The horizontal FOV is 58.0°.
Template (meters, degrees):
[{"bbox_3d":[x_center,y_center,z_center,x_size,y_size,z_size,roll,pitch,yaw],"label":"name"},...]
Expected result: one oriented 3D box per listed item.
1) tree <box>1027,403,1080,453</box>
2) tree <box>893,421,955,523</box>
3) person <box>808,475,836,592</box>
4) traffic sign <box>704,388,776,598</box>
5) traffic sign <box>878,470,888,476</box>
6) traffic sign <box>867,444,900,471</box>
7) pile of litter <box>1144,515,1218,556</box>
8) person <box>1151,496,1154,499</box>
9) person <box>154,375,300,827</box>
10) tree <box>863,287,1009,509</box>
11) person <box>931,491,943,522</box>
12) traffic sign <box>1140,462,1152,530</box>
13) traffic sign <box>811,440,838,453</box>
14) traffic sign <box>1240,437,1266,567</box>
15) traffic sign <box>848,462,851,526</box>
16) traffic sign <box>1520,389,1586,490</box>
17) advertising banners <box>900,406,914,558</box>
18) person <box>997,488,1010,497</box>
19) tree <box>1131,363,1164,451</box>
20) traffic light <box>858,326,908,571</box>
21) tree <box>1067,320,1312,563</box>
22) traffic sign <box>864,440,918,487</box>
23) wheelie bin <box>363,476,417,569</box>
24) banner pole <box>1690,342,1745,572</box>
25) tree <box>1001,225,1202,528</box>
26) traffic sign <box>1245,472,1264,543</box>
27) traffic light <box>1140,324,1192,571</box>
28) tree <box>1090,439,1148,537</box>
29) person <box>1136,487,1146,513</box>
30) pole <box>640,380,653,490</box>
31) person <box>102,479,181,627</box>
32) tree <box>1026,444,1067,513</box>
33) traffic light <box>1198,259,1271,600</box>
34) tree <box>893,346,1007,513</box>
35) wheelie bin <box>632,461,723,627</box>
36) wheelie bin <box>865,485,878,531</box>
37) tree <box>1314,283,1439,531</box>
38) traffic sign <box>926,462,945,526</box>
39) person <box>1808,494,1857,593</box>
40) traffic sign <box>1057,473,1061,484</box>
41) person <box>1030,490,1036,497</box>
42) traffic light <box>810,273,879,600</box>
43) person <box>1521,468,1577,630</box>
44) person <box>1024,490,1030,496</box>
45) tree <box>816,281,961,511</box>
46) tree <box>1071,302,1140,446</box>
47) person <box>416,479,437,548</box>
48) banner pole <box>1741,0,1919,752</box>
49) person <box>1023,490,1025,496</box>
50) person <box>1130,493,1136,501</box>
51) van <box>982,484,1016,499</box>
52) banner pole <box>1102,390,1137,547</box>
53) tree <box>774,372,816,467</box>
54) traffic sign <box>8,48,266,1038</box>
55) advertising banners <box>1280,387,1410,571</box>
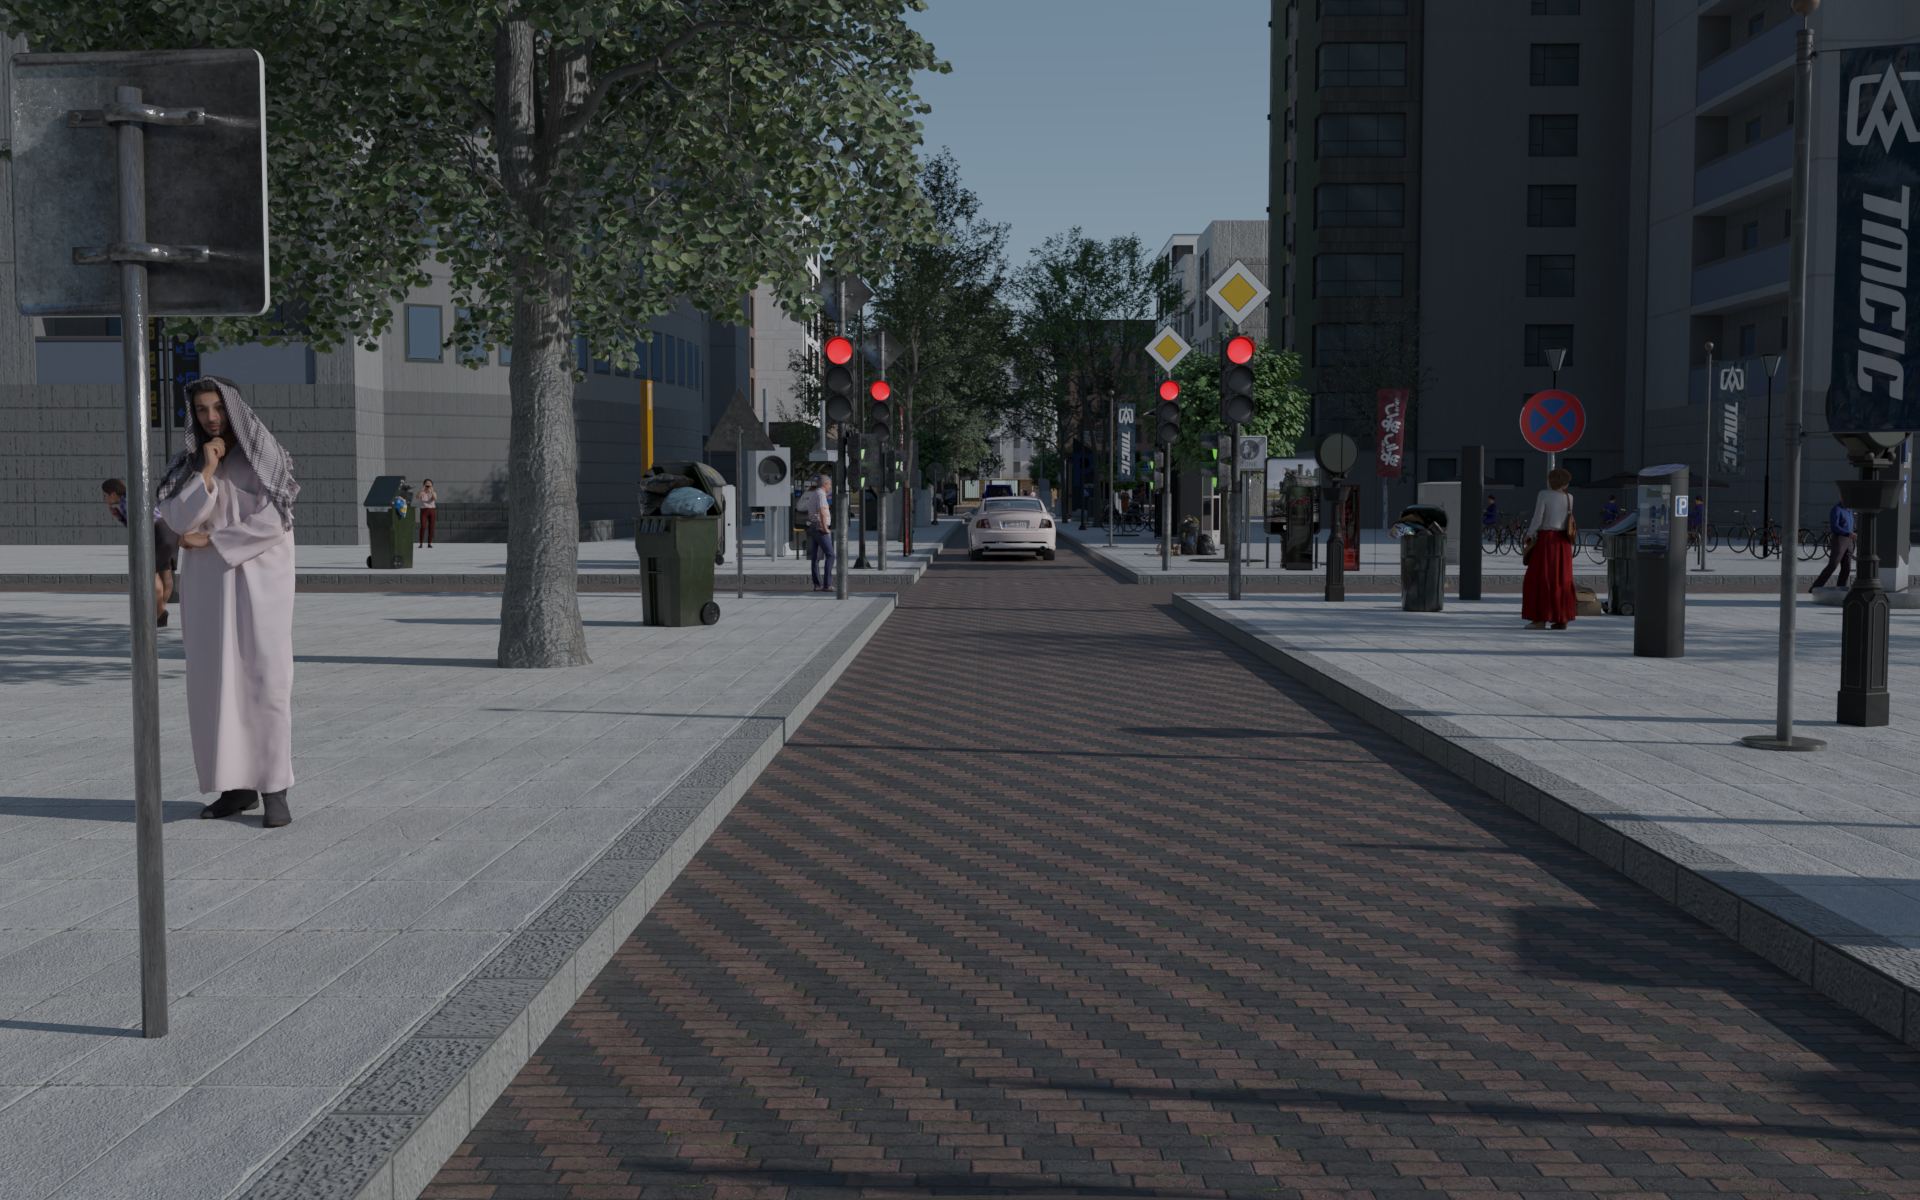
[{"bbox_3d":[6.818,-10.828,127.397,4.737,8.622,4.395,0,3,0],"label":"tree"},{"bbox_3d":[-1.800,-5.657,76.200,4.285,4.588,4.351,0,3,0],"label":"tree"},{"bbox_3d":[-2.009,-0.988,25.588,0.436,1.711,0.756,-1,4,-11],"label":"person"},{"bbox_3d":[-2.712,-1.303,21.315,0.884,2.594,0.081,0,4,2],"label":"traffic sign"},{"bbox_3d":[-2.310,-3.150,51.511,0.884,2.594,0.081,1,4,9],"label":"traffic sign"},{"bbox_3d":[-1.761,-2.393,39.124,0.884,2.594,0.081,0,4,5],"label":"traffic sign"},{"bbox_3d":[4.648,-1.372,36.403,1.719,0.858,1.176,-1,4,-9],"label":"pile of litter"},{"bbox_3d":[14.382,-7.312,125.549,0.705,1.831,1.348,-2,4,-34],"label":"person"},{"bbox_3d":[-2.880,-0.007,6.826,0.551,1.740,0.621,-1,4,-18],"label":"person"},{"bbox_3d":[-2.042,-17.794,146.814,12.611,20.169,13.585,0,3,0],"label":"tree"},{"bbox_3d":[-1.014,-4.305,79.612,0.628,1.438,0.799,-1,4,-12],"label":"person"},{"bbox_3d":[6.563,-3.651,59.798,0.768,2.556,0.104,0,4,2],"label":"traffic sign"},{"bbox_3d":[-3.118,-2.469,40.475,0.768,2.556,0.104,1,4,10],"label":"traffic sign"},{"bbox_3d":[5.090,-1.738,30.546,0.606,2.300,0.079,1,4,10],"label":"traffic sign"},{"bbox_3d":[-4.401,-4.205,68.856,0.768,2.556,0.104,0,4,8],"label":"traffic sign"},{"bbox_3d":[7.196,-1.285,21.111,0.768,2.556,0.104,1,4,8],"label":"traffic sign"},{"bbox_3d":[-1.099,-2.397,35.386,0.090,3.025,2.074,0,4,6],"label":"advertising banners"},{"bbox_3d":[2.402,-5.396,97.250,0.750,1.759,0.617,-1,4,-19],"label":"person"},{"bbox_3d":[10.779,-8.550,90.147,4.737,8.622,4.395,0,3,0],"label":"tree"},{"bbox_3d":[-1.288,-2.446,28.918,0.839,4.253,0.868,0,4,1],"label":"traffic light"},{"bbox_3d":[5.153,-3.014,32.985,4.285,4.588,4.351,0,3,0],"label":"tree"},{"bbox_3d":[-2.697,-4.336,64.772,2.265,3.308,0.079,0,4,2],"label":"traffic sign"},{"bbox_3d":[-9.810,-1.340,29.825,0.980,1.594,0.693,2,4,24],"label":"wheelie bin"},{"bbox_3d":[12.574,-2.362,28.634,0.863,3.779,0.401,0,4,4],"label":"banner pole"},{"bbox_3d":[5.338,-8.590,66.198,9.928,11.665,9.643,0,3,0],"label":"tree"},{"bbox_3d":[7.558,-2.791,45.642,0.884,2.594,0.081,0,4,3],"label":"traffic sign"},{"bbox_3d":[3.433,-2.443,28.861,0.839,4.253,0.868,0,4,1],"label":"traffic light"},{"bbox_3d":[5.011,-3.542,52.517,1.663,3.219,1.824,0,3,0],"label":"tree"},{"bbox_3d":[12.109,-6.671,115.842,0.721,1.743,1.217,-2,4,-28],"label":"person"},{"bbox_3d":[-5.628,-2.283,31.164,0.158,3.312,0.155,0,3,0],"label":"pole"},{"bbox_3d":[-7.852,-0.452,16.659,0.697,1.427,0.421,-1,4,-20],"label":"person"},{"bbox_3d":[6.023,-8.253,118.647,4.285,4.588,4.351,0,3,0],"label":"tree"},{"bbox_3d":[3.308,-1.954,20.876,0.839,4.253,0.868,0,4,1],"label":"traffic light"},{"bbox_3d":[-1.533,-12.389,119.570,9.611,12.733,9.660,0,3,0],"label":"tree"},{"bbox_3d":[-2.757,-0.551,16.909,0.980,1.594,0.693,3,4,38],"label":"wheelie bin"},{"bbox_3d":[-3.163,-3.231,60.731,0.693,1.594,0.980,0,4,-6],"label":"wheelie bin"},{"bbox_3d":[14.537,-6.681,59.590,4.360,8.622,3.978,0,3,0],"label":"tree"},{"bbox_3d":[-0.993,-4.250,69.599,0.768,2.556,0.104,0,4,8],"label":"traffic sign"},{"bbox_3d":[11.892,-0.744,23.354,0.574,1.496,0.600,-1,4,-13],"label":"person"},{"bbox_3d":[5.890,-5.996,98.143,0.768,2.556,0.104,0,4,2],"label":"traffic sign"},{"bbox_3d":[7.564,-10.632,180.813,0.756,1.711,0.436,-2,4,-32],"label":"person"},{"bbox_3d":[-1.413,-1.958,20.934,0.839,4.253,0.868,0,4,1],"label":"traffic light"},{"bbox_3d":[5.595,-0.483,16.401,0.523,1.526,0.387,-1,4,-9],"label":"person"},{"bbox_3d":[5.994,-9.034,155.219,0.593,1.643,0.415,-1,4,-14],"label":"person"},{"bbox_3d":[-2.155,-6.633,58.806,4.737,8.622,4.395,0,3,0],"label":"tree"},{"bbox_3d":[4.262,-8.637,75.628,7.601,10.594,8.767,0,4,-1],"label":"tree"},{"bbox_3d":[-12.638,-2.056,41.116,0.517,1.644,0.566,1,4,17],"label":"person"},{"bbox_3d":[4.410,-1.138,8.621,0.863,3.779,0.401,1,4,20],"label":"banner pole"},{"bbox_3d":[6.171,-9.794,167.113,0.436,1.711,0.756,2,4,24],"label":"person"},{"bbox_3d":[14.720,-8.747,149.777,1.217,1.743,0.721,2,4,32],"label":"person"},{"bbox_3d":[2.521,-6.572,111.831,2.240,2.365,5.245,0,4,2],"label":"van"},{"bbox_3d":[3.869,-3.174,41.906,0.863,3.779,0.401,-1,4,-17],"label":"banner pole"},{"bbox_3d":[-8.839,-9.270,101.925,4.737,8.622,4.395,0,3,0],"label":"tree"},{"bbox_3d":[-1.906,-0.117,4.039,0.606,2.300,0.079,0,4,5],"label":"traffic sign"},{"bbox_3d":[6.389,-1.994,28.787,2.074,3.025,0.090,1,4,17],"label":"advertising banners"}]
